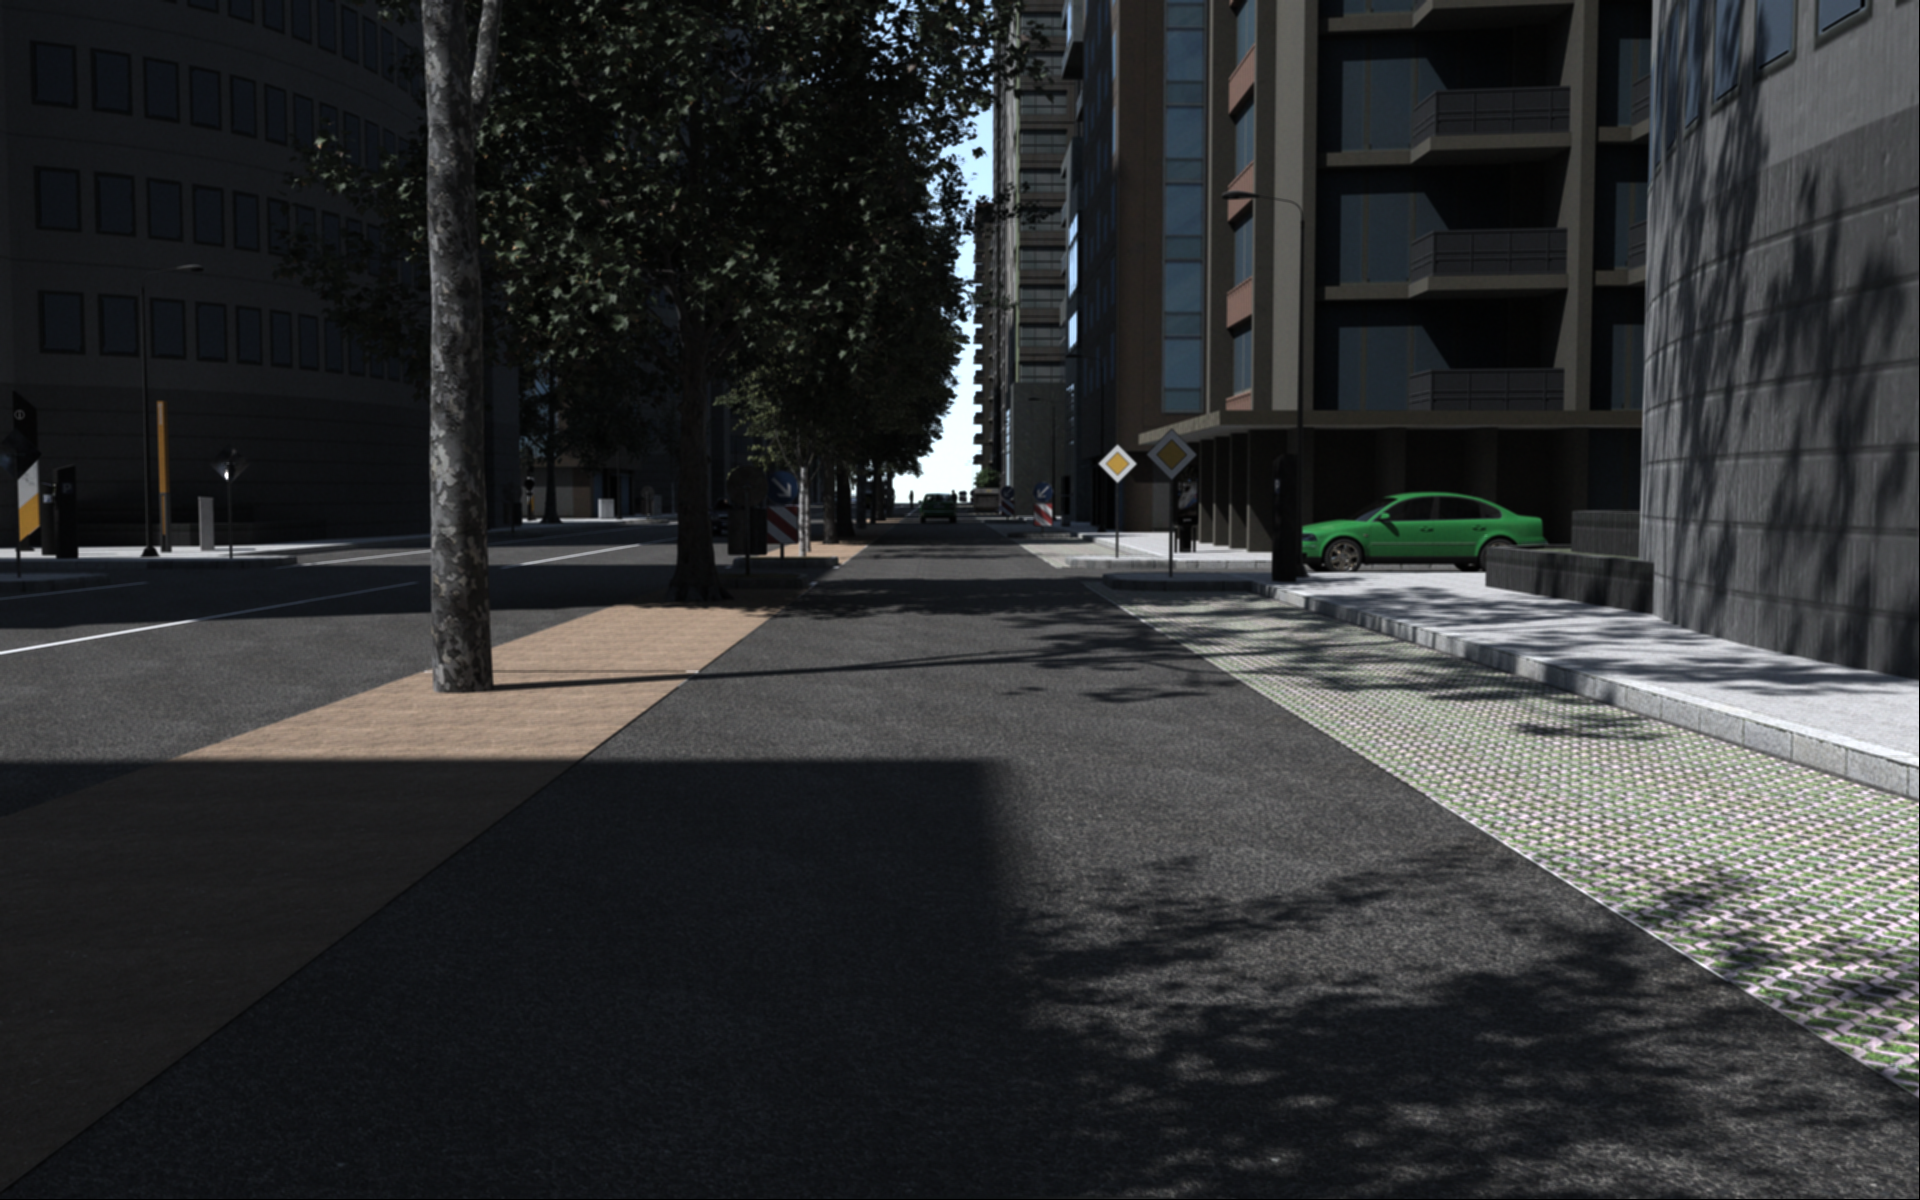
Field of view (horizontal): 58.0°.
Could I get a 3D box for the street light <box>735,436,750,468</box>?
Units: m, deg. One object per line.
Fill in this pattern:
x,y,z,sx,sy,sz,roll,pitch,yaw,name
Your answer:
-17.260,-10.092,137.547,1.470,5.913,1.316,0,4,-1,street light

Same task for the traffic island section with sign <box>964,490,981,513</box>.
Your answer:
1.518,-7.707,134.631,1.989,1.847,2.006,0,4,-1,traffic island section with sign

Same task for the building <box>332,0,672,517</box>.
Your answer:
-28.627,-35.506,122.527,21.231,58.520,28.212,0,4,-1,building

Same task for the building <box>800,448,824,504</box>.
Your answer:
-26.913,-35.018,256.135,14.154,41.232,14.086,0,4,-1,building

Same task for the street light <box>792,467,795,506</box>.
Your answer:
-18.122,-13.547,194.042,1.470,5.913,1.316,0,4,-1,street light

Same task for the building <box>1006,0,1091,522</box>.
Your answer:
14.295,-47.708,92.690,22.319,86.520,31.000,0,4,-1,building

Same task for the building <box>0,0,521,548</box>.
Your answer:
-27.645,-31.224,52.504,21.231,58.520,28.212,0,4,-1,building

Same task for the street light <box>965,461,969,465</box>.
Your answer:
1.770,-16.543,243.015,1.470,5.913,1.316,0,4,-1,street light

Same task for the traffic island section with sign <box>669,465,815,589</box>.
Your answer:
-3.381,-1.151,26.957,2.006,1.907,1.989,0,4,-1,traffic island section with sign

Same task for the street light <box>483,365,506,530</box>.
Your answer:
-16.317,-5.434,61.386,1.470,5.913,1.316,0,4,-1,street light

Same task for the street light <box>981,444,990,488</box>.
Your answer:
2.921,-11.456,159.851,1.470,5.913,1.316,0,4,-1,street light

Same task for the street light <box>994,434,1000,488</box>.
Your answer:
3.293,-9.859,133.743,1.470,5.913,1.316,0,4,-1,street light

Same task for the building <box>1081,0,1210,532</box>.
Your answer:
12.009,-25.276,63.371,14.600,45.320,14.200,0,4,-1,building

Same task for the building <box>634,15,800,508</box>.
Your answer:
-30.831,-40.621,206.157,21.231,58.520,28.212,0,4,-1,building

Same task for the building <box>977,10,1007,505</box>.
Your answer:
12.653,-48.368,229.062,20.563,71.187,20.611,0,4,-1,building

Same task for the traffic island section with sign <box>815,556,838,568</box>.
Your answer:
-3.471,-1.604,34.364,2.006,1.907,1.989,0,4,-1,traffic island section with sign

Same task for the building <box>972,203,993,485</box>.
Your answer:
13.013,-36.694,254.568,22.147,44.769,28.867,0,4,-1,building

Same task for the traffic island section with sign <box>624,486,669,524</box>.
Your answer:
-15.240,-4.635,84.416,1.989,1.847,2.006,0,4,-1,traffic island section with sign

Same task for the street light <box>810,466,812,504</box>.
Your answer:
-18.487,-15.164,220.469,1.470,5.913,1.316,0,4,-1,street light

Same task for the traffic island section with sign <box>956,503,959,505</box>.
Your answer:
0.411,-12.746,217.017,1.989,1.847,2.006,0,4,-1,traffic island section with sign

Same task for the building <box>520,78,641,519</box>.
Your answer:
-26.004,-27.270,95.978,14.600,45.320,14.200,0,4,-1,building

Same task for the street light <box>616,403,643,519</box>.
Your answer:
-16.711,-7.031,87.493,1.470,5.913,1.316,0,4,-1,street light

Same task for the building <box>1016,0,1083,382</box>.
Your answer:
10.836,-26.740,120.785,14.154,41.232,14.086,0,4,-1,building

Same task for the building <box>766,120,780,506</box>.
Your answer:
-25.680,-29.894,172.367,14.154,41.232,14.086,0,4,-1,building

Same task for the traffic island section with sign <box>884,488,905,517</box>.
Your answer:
-4.483,-6.199,109.496,2.006,1.907,1.989,0,4,-1,traffic island section with sign

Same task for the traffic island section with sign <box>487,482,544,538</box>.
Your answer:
-14.873,-2.976,57.284,1.989,1.847,2.006,0,4,-1,traffic island section with sign

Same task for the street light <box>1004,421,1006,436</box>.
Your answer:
3.473,-8.397,109.835,1.470,5.913,1.316,0,4,-1,street light

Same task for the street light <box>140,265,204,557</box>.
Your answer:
-16.037,-3.837,35.276,1.470,5.913,1.316,0,4,-1,street light

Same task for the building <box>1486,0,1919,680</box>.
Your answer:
17.079,-28.711,11.422,21.231,58.520,28.212,0,4,-1,building

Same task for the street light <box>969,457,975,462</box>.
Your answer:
2.164,-14.946,216.907,1.470,5.913,1.316,0,4,-1,street light

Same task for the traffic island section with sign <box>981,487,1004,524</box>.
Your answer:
2.181,-4.621,84.174,1.989,1.847,2.006,0,4,-1,traffic island section with sign

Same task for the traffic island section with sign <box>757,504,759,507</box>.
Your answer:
-15.899,-7.688,134.329,1.989,1.847,2.006,0,4,-1,traffic island section with sign

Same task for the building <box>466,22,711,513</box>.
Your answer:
-28.866,-37.229,150.686,21.231,58.520,28.212,0,4,-1,building

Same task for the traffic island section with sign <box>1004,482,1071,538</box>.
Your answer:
2.561,-2.939,56.677,1.989,1.847,2.006,0,4,-1,traffic island section with sign

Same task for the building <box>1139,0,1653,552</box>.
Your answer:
19.630,-23.893,45.283,28.867,44.769,22.147,0,4,-1,building

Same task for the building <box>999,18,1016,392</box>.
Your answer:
18.501,-35.624,171.690,28.713,52.752,27.495,0,4,-1,building

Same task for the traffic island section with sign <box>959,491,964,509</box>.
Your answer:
1.156,-9.355,161.584,1.989,1.847,2.006,0,4,-1,traffic island section with sign

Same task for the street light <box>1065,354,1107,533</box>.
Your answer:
4.191,-5.203,57.618,1.470,5.913,1.316,0,4,-1,street light

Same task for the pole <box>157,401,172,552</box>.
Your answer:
-17.491,-2.705,38.067,0.158,3.312,0.155,0,3,0,pole

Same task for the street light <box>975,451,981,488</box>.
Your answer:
2.602,-13.053,185.960,1.470,5.913,1.316,0,4,-1,street light

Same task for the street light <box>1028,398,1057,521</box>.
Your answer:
3.992,-6.800,83.729,1.470,5.913,1.316,0,4,-1,street light

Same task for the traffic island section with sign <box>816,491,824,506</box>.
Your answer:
-16.991,-12.714,216.493,1.989,1.847,2.006,0,4,-1,traffic island section with sign
